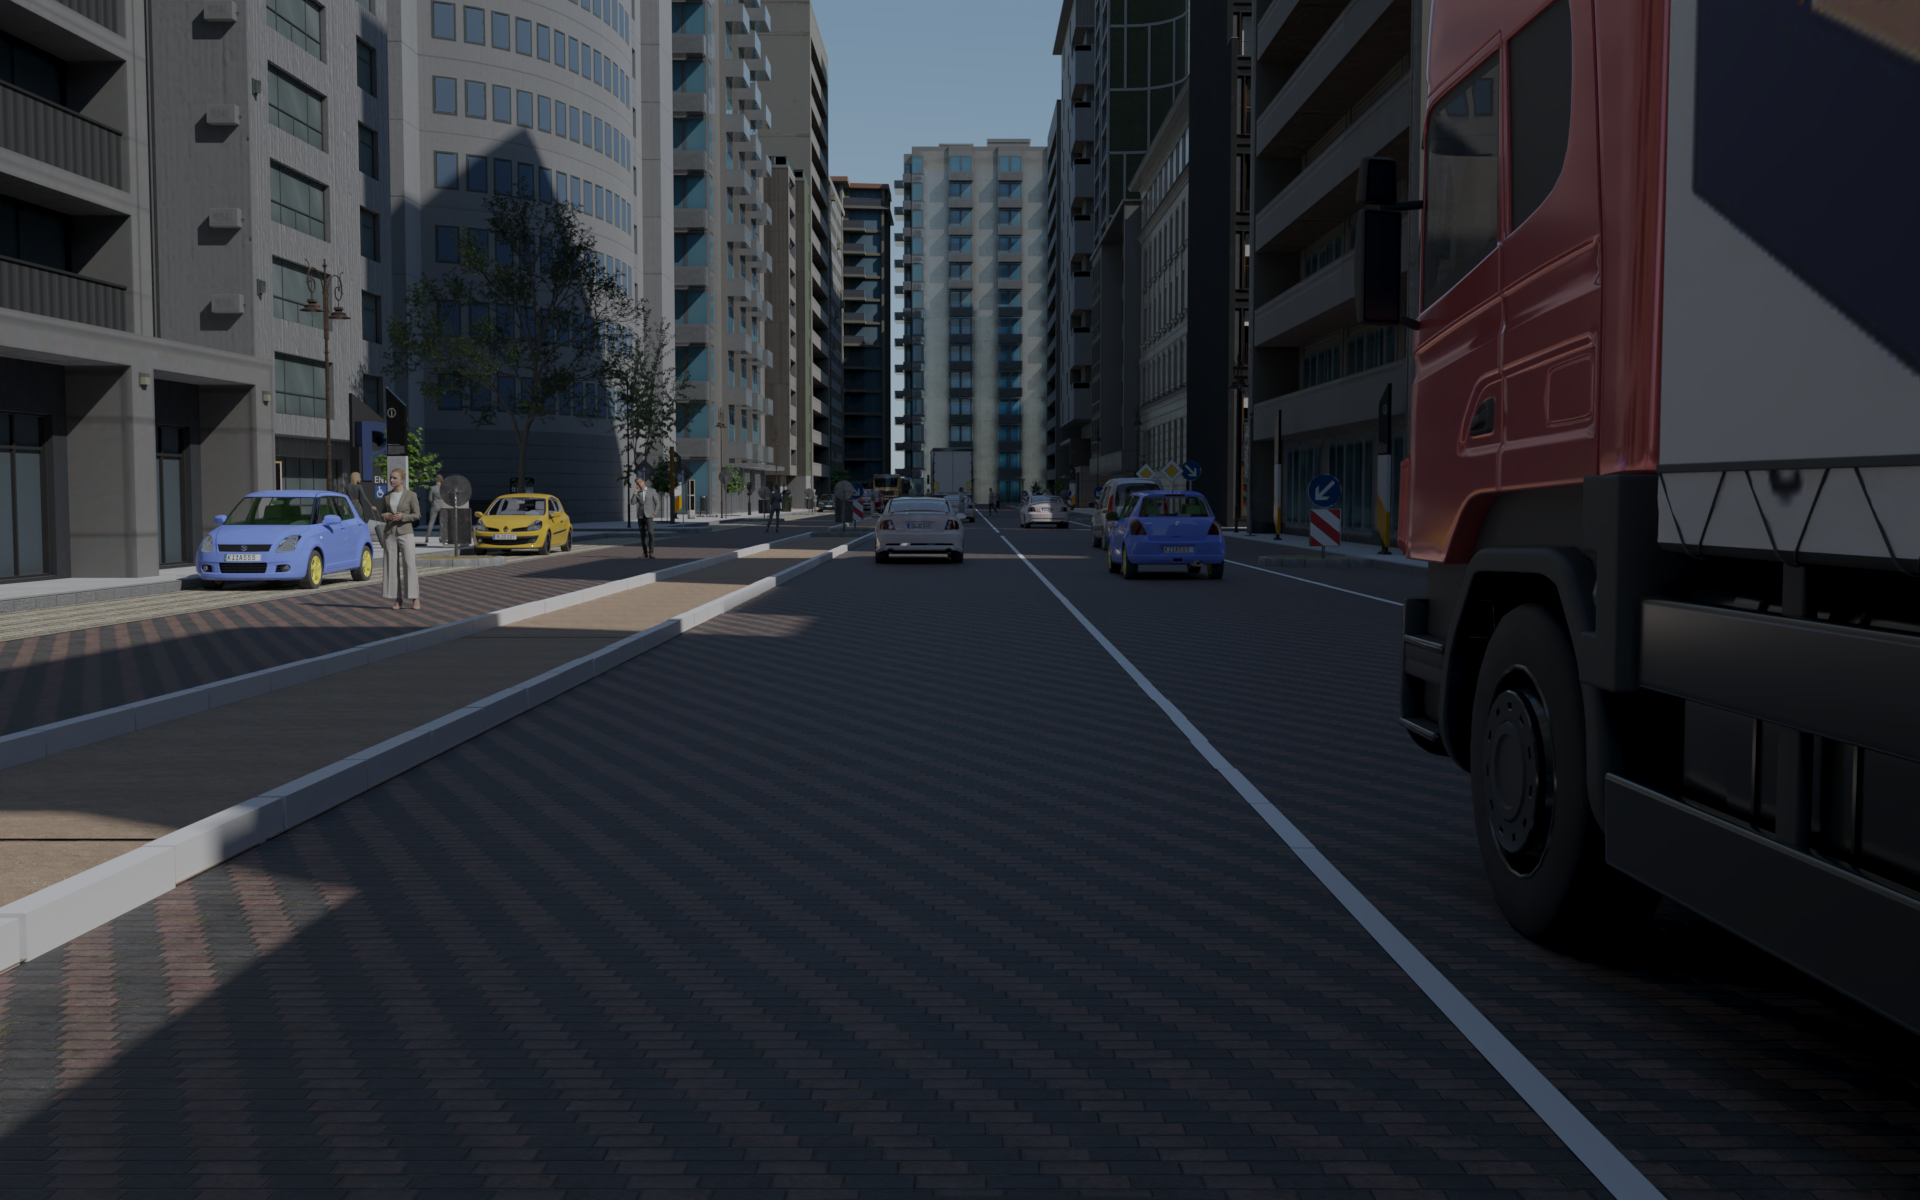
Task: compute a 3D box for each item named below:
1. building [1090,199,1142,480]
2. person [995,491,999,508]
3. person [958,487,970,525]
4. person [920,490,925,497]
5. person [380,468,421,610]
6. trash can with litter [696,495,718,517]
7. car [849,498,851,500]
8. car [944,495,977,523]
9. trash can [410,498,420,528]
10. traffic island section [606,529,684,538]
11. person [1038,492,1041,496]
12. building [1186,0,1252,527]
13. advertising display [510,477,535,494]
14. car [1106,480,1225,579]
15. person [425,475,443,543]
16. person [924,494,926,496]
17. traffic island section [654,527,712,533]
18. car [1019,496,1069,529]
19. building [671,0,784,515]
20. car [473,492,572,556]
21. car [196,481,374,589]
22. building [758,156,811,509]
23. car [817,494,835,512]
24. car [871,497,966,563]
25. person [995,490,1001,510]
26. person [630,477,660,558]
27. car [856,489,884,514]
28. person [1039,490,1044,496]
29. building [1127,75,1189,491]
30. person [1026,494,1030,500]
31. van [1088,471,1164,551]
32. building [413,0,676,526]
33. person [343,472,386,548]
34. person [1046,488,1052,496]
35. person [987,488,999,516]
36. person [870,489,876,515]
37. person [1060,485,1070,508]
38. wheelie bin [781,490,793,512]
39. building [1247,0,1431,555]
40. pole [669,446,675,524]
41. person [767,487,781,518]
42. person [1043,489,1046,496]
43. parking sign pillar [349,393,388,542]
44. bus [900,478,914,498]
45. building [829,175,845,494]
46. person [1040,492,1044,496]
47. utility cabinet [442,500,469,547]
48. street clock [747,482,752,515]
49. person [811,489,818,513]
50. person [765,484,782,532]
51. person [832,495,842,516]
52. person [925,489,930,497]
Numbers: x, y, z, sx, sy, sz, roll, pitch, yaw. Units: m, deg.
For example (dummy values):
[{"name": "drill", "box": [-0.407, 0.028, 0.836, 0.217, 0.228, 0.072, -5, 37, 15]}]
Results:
[{"name": "building", "box": [17.602, -18.752, 125.669, 14.314, 24.678, 30.058, 0, 3, 0]}, {"name": "person", "box": [3.912, -10.650, 182.766, 0.705, 1.807, 1.348, 2, 4, 34]}, {"name": "person", "box": [0.163, -4.344, 80.092, 0.524, 1.755, 0.480, -1, 4, -10]}, {"name": "person", "box": [-3.067, -8.176, 142.724, 0.434, 1.755, 0.990, 2, 4, 30]}, {"name": "person", "box": [-6.981, -0.762, 21.511, 0.519, 1.759, 0.362, 0, 4, 5]}, {"name": "trash can with litter", "box": [-13.996, -5.188, 95.880, 2.233, 1.210, 1.678, 3, 4, 37]}, {"name": "car", "box": [-10.319, -10.016, 173.542, 2.009, 1.686, 4.222, 0, 4, 0]}, {"name": "car", "box": [-0.175, -4.665, 88.630, 2.083, 1.381, 4.827, 0, 4, 0]}, {"name": "trash can", "box": [-20.807, -3.301, 65.618, 0.748, 1.137, 0.748, 0, 3, 0]}, {"name": "traffic island section", "box": [-10.550, -2.172, 57.798, 2.009, 0.180, 2.903, 0, 3, 0]}, {"name": "person", "box": [9.922, -12.931, 217.915, 0.683, 1.767, 0.568, 2, 4, 33]}, {"name": "building", "box": [18.198, -14.829, 72.138, 15.834, 23.373, 12.332, 0, 3, 0]}, {"name": "advertising display", "box": [-16.937, -3.781, 67.030, 0.974, 1.923, 0.123, -3, 5, -39]}, {"name": "car", "box": [3.563, -1.274, 30.420, 1.945, 1.707, 3.694, 0, 4, -1]}, {"name": "person", "box": [-13.766, -2.398, 45.530, 0.573, 1.790, 0.520, 3, 5, 44]}, {"name": "person", "box": [-3.438, -10.496, 180.829, 1.217, 1.743, 0.721, -1, 4, -18]}, {"name": "traffic island section", "box": [-10.545, -2.661, 65.783, 2.009, 0.180, 2.903, 0, 3, 0]}, {"name": "car", "box": [3.548, -3.722, 73.217, 2.083, 1.381, 4.827, 0, 4, -1]}, {"name": "building", "box": [-24.924, -30.533, 118.820, 23.786, 49.044, 30.456, 0, 3, 0]}, {"name": "car", "box": [-10.428, -1.905, 41.370, 2.015, 1.641, 3.980, 0, 4, -2]}, {"name": "car", "box": [-10.498, -1.066, 27.028, 1.945, 1.707, 3.694, 0, 4, -1]}, {"name": "building", "box": [-20.413, -23.000, 147.752, 14.160, 30.474, 14.107, 0, 3, 0]}, {"name": "car", "box": [-10.369, -7.841, 137.984, 2.009, 1.686, 4.222, 0, 4, -2]}, {"name": "car", "box": [-0.891, -1.530, 37.371, 2.083, 1.381, 4.827, 0, 4, -2]}, {"name": "person", "box": [3.472, -9.078, 157.458, 0.617, 1.759, 0.750, 0, 4, -6]}, {"name": "person", "box": [-7.044, -1.841, 38.788, 0.592, 1.802, 0.473, 1, 4, 23]}, {"name": "car", "box": [-6.727, -7.304, 128.092, 2.281, 1.827, 5.304, 0, 4, 1]}, {"name": "person", "box": [9.948, -12.165, 204.881, 1.348, 1.831, 0.705, -1, 4, -9]}, {"name": "building", "box": [18.675, -16.044, 95.597, 16.112, 22.955, 30.059, 0, 3, 0]}, {"name": "person", "box": [7.440, -10.797, 188.221, 0.628, 1.438, 0.799, -3, 5, -40]}, {"name": "van", "box": [4.414, -2.344, 45.335, 2.013, 2.044, 4.112, 0, 4, -2]}, {"name": "building", "box": [-26.378, -32.983, 81.267, 21.231, 58.520, 28.212, 0, 3, 0]}, {"name": "person", "box": [-14.124, -2.136, 41.182, 1.509, 1.804, 0.699, 2, 4, 35]}, {"name": "person", "box": [5.177, -5.734, 102.586, 0.599, 1.781, 0.374, 3, 4, 37]}, {"name": "person", "box": [2.160, -6.508, 114.750, 0.795, 1.843, 0.661, -2, 4, -25]}, {"name": "person", "box": [-5.512, -6.174, 109.990, 0.362, 1.759, 0.519, 0, 4, 4]}, {"name": "person", "box": [4.974, -4.492, 81.751, 0.447, 1.846, 0.655, -2, 4, -29]}, {"name": "wheelie bin", "box": [-12.423, -7.117, 124.278, 0.980, 1.594, 0.693, -3, 5, -44]}, {"name": "building", "box": [20.039, -25.756, 44.810, 21.300, 48.544, 21.600, 0, 3, 0]}, {"name": "pole", "box": [-12.309, -4.907, 74.068, 0.158, 3.312, 0.155, 0, 3, 0]}, {"name": "person", "box": [-10.061, -5.223, 93.777, 0.818, 1.842, 0.514, 0, 4, 5]}, {"name": "person", "box": [6.017, -6.902, 121.577, 0.478, 1.798, 0.641, 0, 4, -4]}, {"name": "parking sign pillar", "box": [-15.758, -3.560, 46.682, 1.447, 3.967, 1.447, 2, 4, 35]}, {"name": "bus", "box": [-6.505, -11.839, 188.427, 2.948, 3.499, 13.247, 0, 3, 0]}, {"name": "building", "box": [-25.627, -31.054, 199.615, 23.993, 40.220, 32.217, 0, 3, 0]}, {"name": "person", "box": [9.918, -12.006, 202.368, 1.348, 1.821, 0.705, -2, 4, -25]}, {"name": "utility cabinet", "box": [-12.100, -2.008, 41.514, 0.318, 1.500, 1.173, 0, 4, 0]}, {"name": "street clock", "box": [-12.722, -6.119, 104.613, 0.358, 2.002, 0.471, 0, 4, 2]}, {"name": "person", "box": [-11.029, -7.514, 131.537, 0.526, 1.800, 0.537, 0, 4, -7]}, {"name": "person", "box": [-7.002, -3.440, 65.018, 0.573, 1.790, 0.520, 3, 4, 39]}, {"name": "person", "box": [-7.628, -6.090, 108.427, 0.721, 1.781, 0.623, 0, 4, 0]}, {"name": "person", "box": [-2.235, -6.716, 118.499, 0.606, 1.804, 0.583, -3, 5, -45]}]
